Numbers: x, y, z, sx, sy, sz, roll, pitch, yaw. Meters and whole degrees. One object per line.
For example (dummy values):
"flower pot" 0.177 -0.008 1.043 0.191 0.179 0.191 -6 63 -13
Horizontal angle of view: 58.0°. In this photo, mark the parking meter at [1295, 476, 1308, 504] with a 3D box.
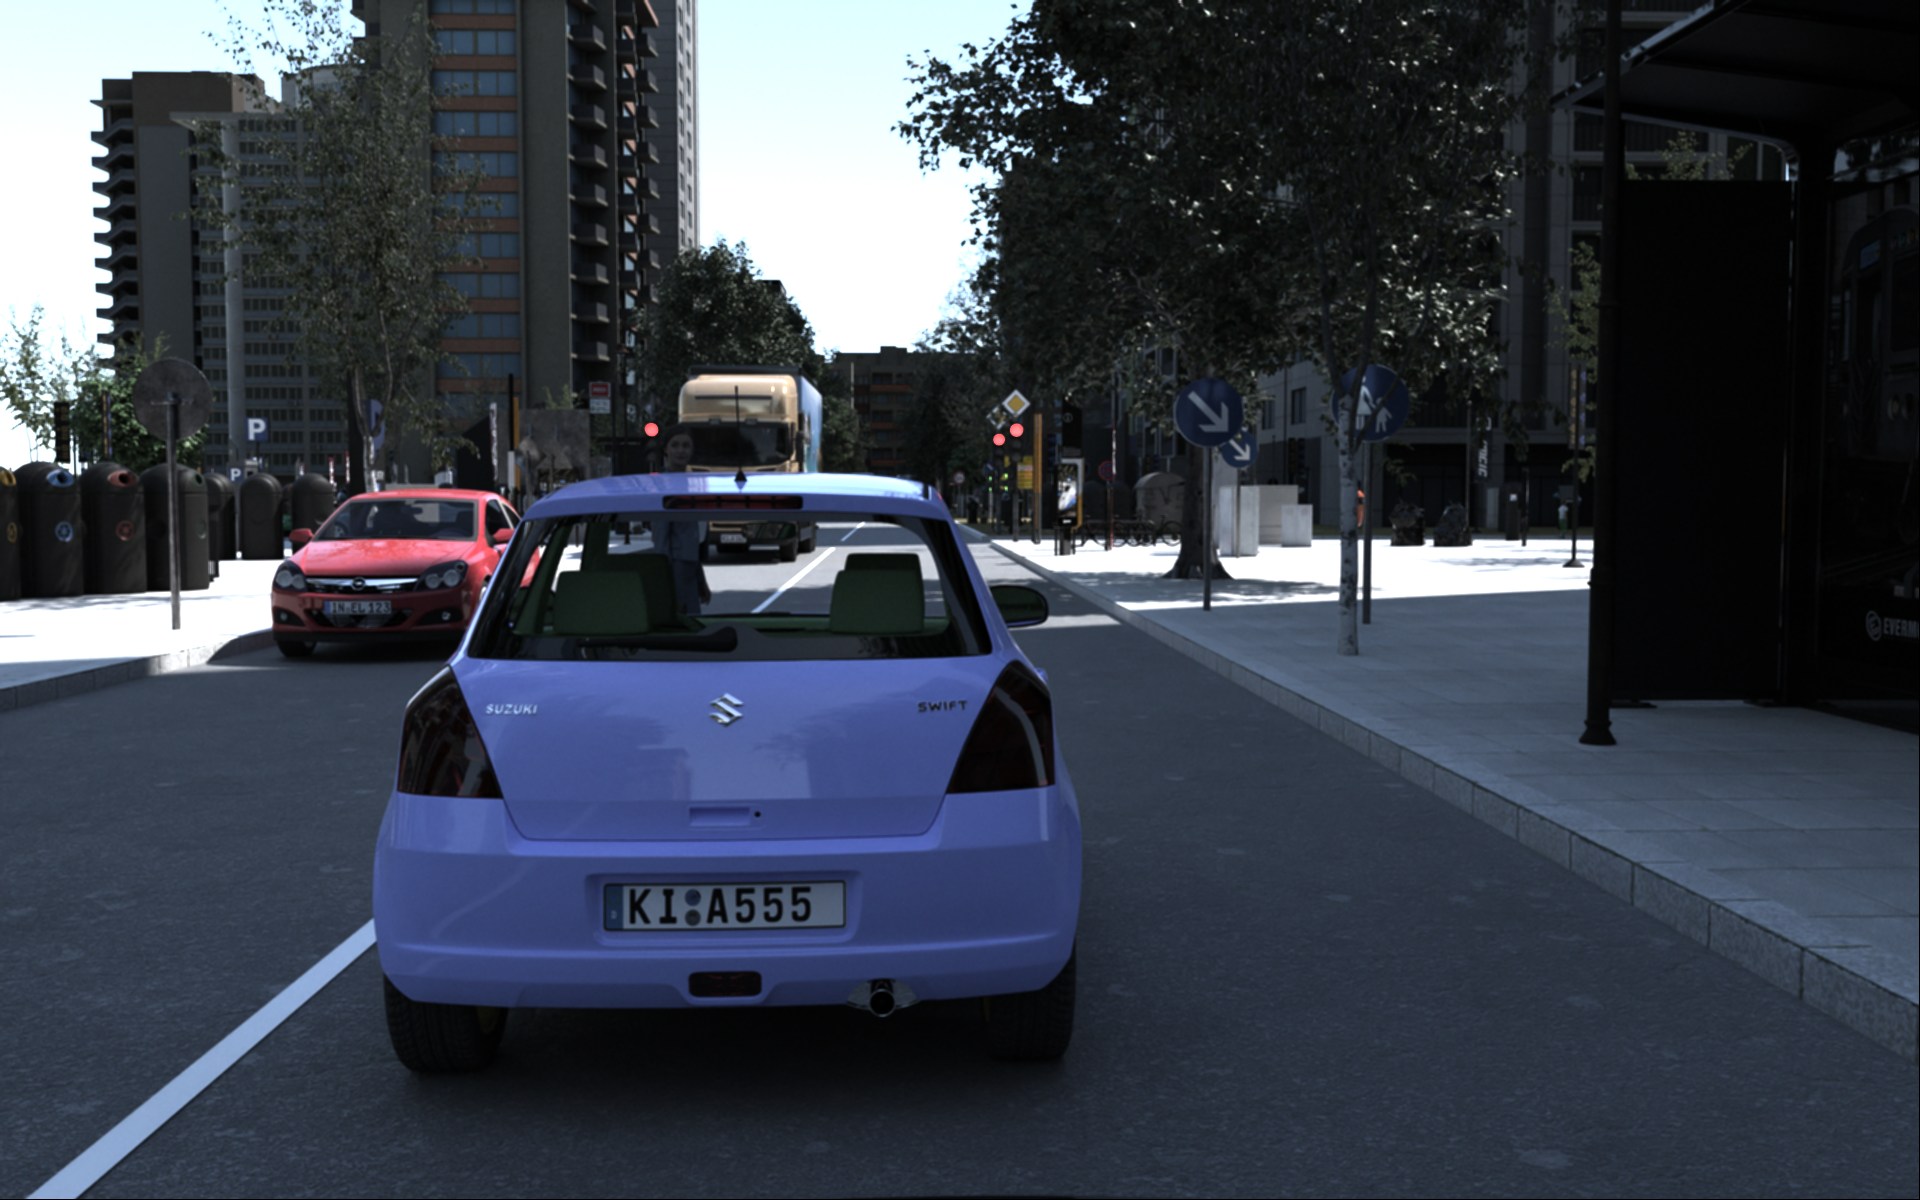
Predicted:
"parking meter" 11.137 -3.107 56.511 0.399 1.863 0.255 0 4 4

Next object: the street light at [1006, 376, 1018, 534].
"street light" 1.647 -5.038 55.159 0.468 5.910 1.993 0 4 -2

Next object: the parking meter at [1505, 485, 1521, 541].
"parking meter" 15.217 -2.400 47.650 0.372 1.533 0.369 0 3 0

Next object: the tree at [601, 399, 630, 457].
"tree" -25.475 -10.769 126.440 4.737 8.622 4.395 0 3 0

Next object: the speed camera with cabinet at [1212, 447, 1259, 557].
"speed camera with cabinet" 5.707 -2.568 36.323 0.660 3.252 2.038 0 4 -8

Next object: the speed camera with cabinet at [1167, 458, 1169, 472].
"speed camera with cabinet" 11.340 -6.174 95.286 0.660 3.252 2.038 2 4 31

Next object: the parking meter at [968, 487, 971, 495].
"parking meter" 0.654 -6.135 106.010 0.255 1.863 0.399 0 4 -7

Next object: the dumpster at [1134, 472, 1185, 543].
"dumpster" 5.402 -2.489 46.450 1.264 1.857 1.865 0 4 -2

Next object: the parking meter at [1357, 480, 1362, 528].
"parking meter" 14.761 -3.605 64.657 0.399 1.863 0.255 3 4 37

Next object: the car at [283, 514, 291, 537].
"car" -21.402 -2.498 49.643 4.718 1.807 1.959 0 4 -4

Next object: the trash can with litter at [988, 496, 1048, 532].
"trash can with litter" 1.971 -2.949 59.270 2.233 1.210 1.678 -1 4 -8

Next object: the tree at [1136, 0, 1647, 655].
"tree" 3.102 -3.852 13.343 4.360 8.622 3.978 0 3 0

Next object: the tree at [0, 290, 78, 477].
"tree" -33.442 -6.885 62.926 4.737 8.622 4.395 0 3 0

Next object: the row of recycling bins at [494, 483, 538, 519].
"row of recycling bins" -15.551 -3.278 60.716 3.534 1.692 1.069 1 4 13

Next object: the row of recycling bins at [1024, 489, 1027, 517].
"row of recycling bins" 4.310 -5.463 96.431 1.069 1.692 3.534 -1 4 -22

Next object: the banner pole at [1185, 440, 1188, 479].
"banner pole" 9.471 -4.967 71.228 0.401 3.779 0.863 -3 4 -37

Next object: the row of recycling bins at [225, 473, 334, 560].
"row of recycling bins" -14.099 -1.639 33.918 3.534 1.692 1.069 -1 4 -12

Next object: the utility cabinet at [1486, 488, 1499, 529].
"utility cabinet" 19.730 -3.370 63.784 0.318 1.500 1.173 3 4 36

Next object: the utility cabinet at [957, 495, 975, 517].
"utility cabinet" 0.355 -5.375 99.048 1.020 1.237 0.306 0 4 4

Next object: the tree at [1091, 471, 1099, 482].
"tree" 9.208 -8.001 125.424 1.663 3.219 1.824 0 3 0

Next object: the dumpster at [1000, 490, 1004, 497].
"dumpster" 3.599 -7.261 121.207 1.502 2.255 1.985 0 4 -2

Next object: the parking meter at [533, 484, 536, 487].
"parking meter" -19.701 -4.525 79.703 0.399 1.863 0.255 3 5 40

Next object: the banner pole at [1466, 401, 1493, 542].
"banner pole" 13.945 -3.469 46.733 0.863 3.779 0.401 1 4 11

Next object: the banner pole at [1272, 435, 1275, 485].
"banner pole" 13.335 -5.120 73.732 0.401 3.779 0.863 1 4 9

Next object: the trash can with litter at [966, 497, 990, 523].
"trash can with litter" 0.783 -3.959 76.114 1.055 1.170 0.624 1 4 14

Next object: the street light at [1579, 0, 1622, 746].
"street light" 3.283 -2.199 8.739 0.468 5.910 1.993 0 4 -2

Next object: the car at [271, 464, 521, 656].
"car" -5.200 -0.467 16.679 2.155 1.783 4.494 0 4 -4

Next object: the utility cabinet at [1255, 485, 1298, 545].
"utility cabinet" 7.808 -2.110 43.183 1.173 1.500 0.318 -1 4 -11

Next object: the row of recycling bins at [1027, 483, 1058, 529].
"row of recycling bins" 4.371 -3.432 63.230 3.534 1.692 1.069 2 4 29

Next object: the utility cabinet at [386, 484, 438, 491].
"utility cabinet" -12.375 -1.857 39.047 1.173 1.500 0.318 -3 4 -38

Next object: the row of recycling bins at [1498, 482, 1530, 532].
"row of recycling bins" 18.995 -3.203 59.481 1.069 1.692 3.534 1 4 17

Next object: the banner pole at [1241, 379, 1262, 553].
"banner pole" 6.305 -2.932 37.955 0.401 3.779 0.863 -1 4 -21

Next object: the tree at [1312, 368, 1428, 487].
"tree" 14.415 -6.752 60.756 4.737 8.622 4.395 0 3 0

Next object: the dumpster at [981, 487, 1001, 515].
"dumpster" 1.972 -6.327 109.206 1.264 1.857 1.865 0 4 -2

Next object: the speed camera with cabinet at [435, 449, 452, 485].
"speed camera with cabinet" -21.271 -4.765 72.240 0.660 3.252 2.038 0 4 5

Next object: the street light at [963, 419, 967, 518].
"street light" 0.265 -7.323 92.516 0.468 5.910 1.993 0 4 -2

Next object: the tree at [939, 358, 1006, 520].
"tree" 1.359 -8.346 86.824 4.360 8.622 3.978 0 3 0

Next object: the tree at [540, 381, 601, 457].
"tree" -26.142 -9.942 112.918 4.737 8.622 4.395 0 3 0

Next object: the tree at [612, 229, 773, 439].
"tree" -10.542 -9.697 75.548 9.611 12.733 9.660 0 3 0

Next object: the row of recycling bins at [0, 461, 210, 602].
"row of recycling bins" -11.191 -0.907 21.949 1.069 1.692 3.534 2 4 28

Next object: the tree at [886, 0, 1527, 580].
"tree" 3.693 -6.662 25.927 9.611 12.733 9.660 0 3 0

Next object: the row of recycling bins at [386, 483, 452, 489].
"row of recycling bins" -19.857 -3.429 63.180 3.534 1.692 1.069 1 4 22

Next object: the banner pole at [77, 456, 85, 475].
"banner pole" -57.929 -7.596 114.217 0.401 3.779 0.863 1 4 15

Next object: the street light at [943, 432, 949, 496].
"street light" -1.008 -9.542 128.799 0.468 5.910 1.993 0 4 -2

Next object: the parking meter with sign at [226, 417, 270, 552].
"parking meter with sign" -16.025 -2.592 38.640 0.543 3.016 1.738 0 4 3

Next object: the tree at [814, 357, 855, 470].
"tree" -11.827 -11.939 120.950 9.928 11.665 9.643 0 3 0

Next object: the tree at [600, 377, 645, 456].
"tree" -20.203 -9.540 106.338 4.360 8.622 3.978 0 3 0

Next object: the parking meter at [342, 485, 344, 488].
"parking meter" -36.347 -5.919 102.480 0.399 1.863 0.255 0 4 3

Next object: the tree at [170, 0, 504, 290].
"tree" -7.774 -4.409 22.452 4.360 8.622 3.978 0 3 0

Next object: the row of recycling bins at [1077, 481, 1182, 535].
"row of recycling bins" 5.470 -2.943 55.231 3.534 1.692 1.069 -1 4 -20

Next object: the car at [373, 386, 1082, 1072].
"car" -0.635 0.242 5.638 1.945 1.707 3.694 0 4 -4

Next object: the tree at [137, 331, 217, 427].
"tree" -35.617 -7.747 77.022 4.737 8.622 4.395 0 3 0

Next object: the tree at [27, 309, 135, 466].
"tree" -34.452 -7.221 68.422 4.360 8.622 3.978 0 3 0
